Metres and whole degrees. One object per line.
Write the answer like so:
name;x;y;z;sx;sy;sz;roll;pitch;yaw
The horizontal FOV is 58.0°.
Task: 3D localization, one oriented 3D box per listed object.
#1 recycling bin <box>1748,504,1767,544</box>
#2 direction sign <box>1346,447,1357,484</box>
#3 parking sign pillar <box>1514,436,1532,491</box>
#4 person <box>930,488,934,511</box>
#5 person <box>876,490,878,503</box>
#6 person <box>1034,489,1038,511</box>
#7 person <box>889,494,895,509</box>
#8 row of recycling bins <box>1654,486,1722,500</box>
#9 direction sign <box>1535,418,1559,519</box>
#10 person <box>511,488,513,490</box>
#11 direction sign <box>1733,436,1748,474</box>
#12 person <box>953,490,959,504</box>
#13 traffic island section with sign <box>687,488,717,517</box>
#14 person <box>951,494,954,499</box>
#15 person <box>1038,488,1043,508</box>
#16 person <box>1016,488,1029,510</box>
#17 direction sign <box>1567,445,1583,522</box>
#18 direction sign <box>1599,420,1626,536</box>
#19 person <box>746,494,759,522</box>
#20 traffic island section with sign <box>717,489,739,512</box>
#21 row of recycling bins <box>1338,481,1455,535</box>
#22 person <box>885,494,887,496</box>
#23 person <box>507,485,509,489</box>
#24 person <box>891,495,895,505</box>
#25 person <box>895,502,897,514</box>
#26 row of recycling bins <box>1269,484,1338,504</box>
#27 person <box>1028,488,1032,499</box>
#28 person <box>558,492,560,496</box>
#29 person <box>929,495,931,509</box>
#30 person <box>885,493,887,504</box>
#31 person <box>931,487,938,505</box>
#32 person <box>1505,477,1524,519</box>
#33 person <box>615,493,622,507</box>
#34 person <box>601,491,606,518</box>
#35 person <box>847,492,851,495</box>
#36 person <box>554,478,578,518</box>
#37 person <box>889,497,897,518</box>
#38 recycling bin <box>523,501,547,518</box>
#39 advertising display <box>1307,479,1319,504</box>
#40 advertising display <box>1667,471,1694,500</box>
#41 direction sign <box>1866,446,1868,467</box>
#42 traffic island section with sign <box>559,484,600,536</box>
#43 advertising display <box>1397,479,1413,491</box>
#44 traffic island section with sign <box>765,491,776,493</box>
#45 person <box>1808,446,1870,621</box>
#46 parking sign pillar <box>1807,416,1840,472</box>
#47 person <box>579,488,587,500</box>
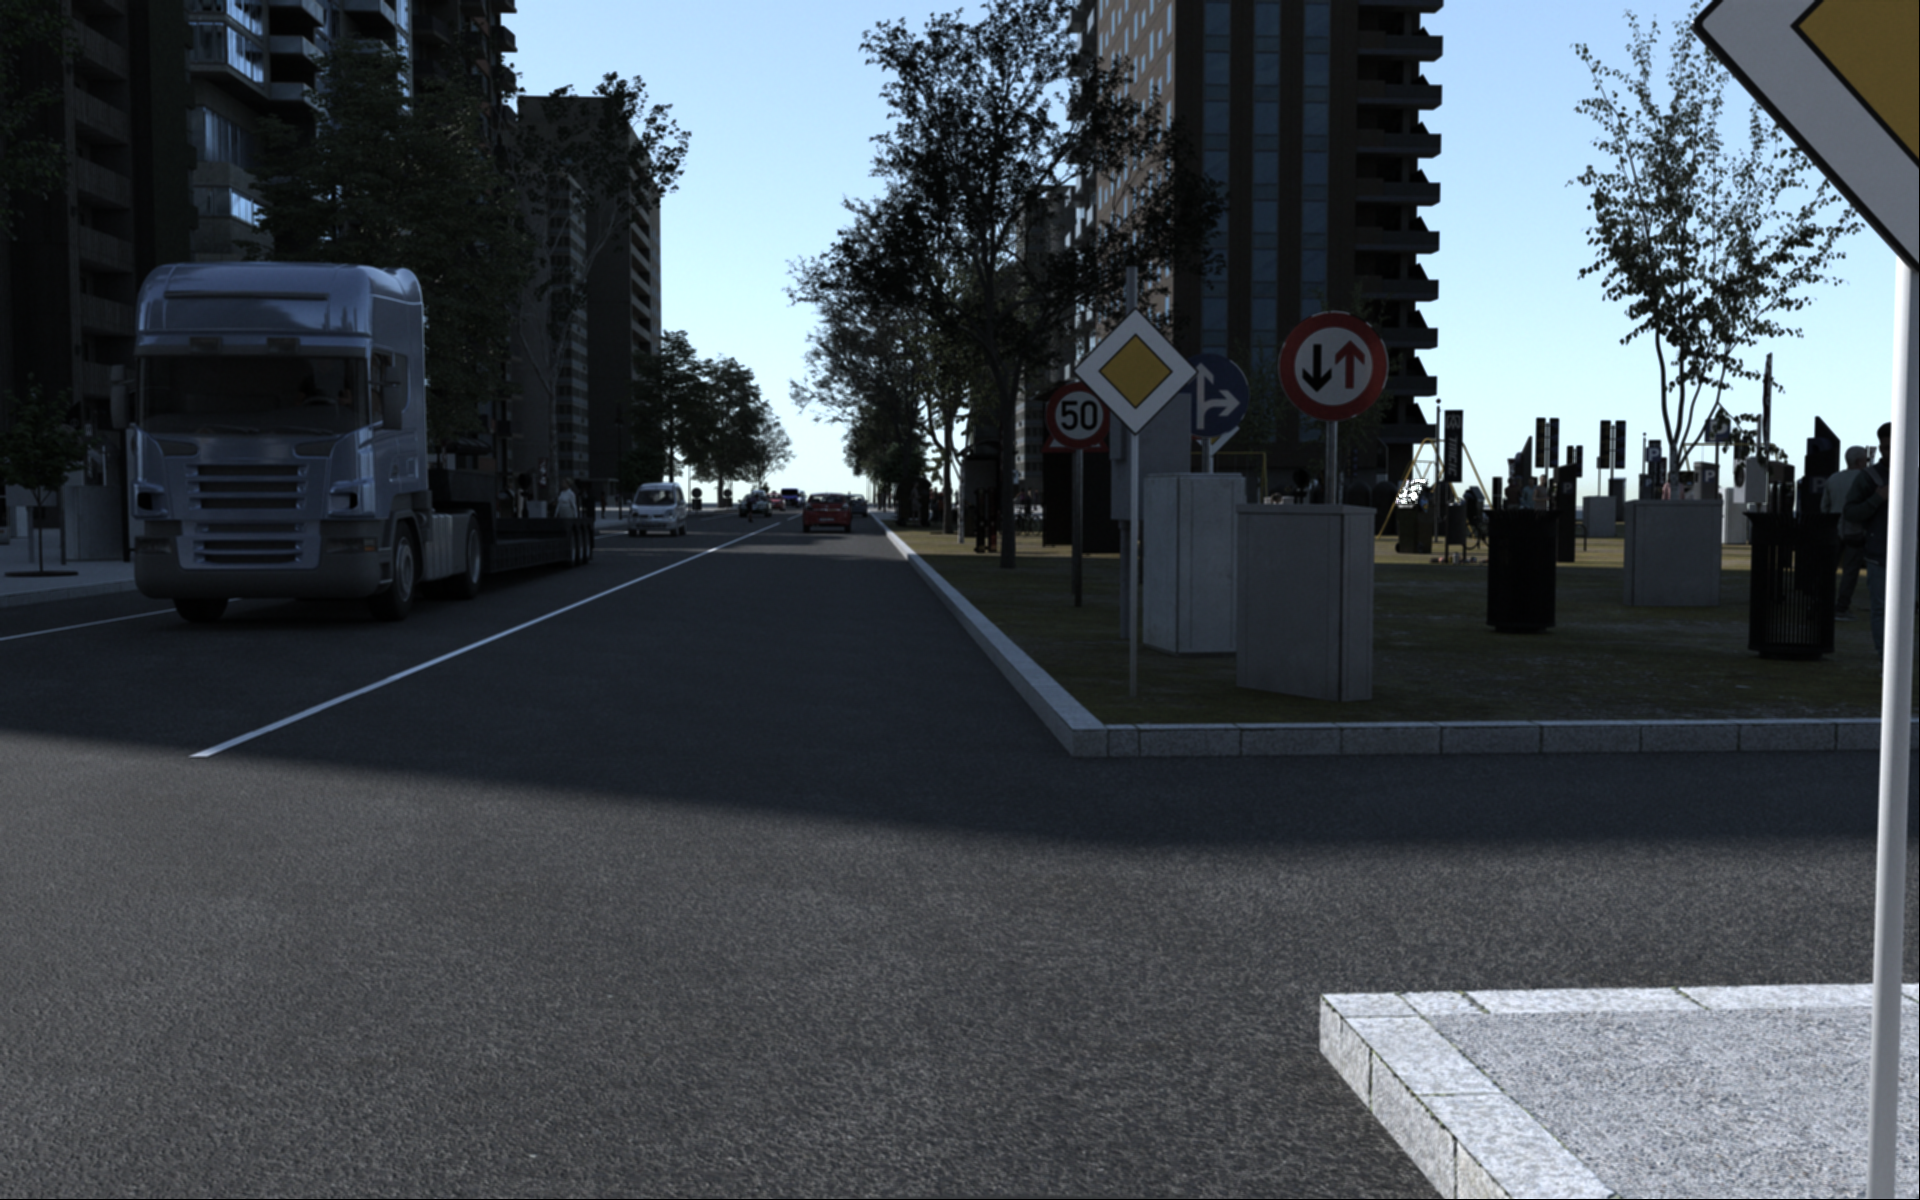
recycling bin;20.624;-1.941;44.286;0.722;1.027;0.722;3;4;37
direction sign;18.758;-5.568;83.038;0.876;3.537;0.379;-3;5;-42
parking sign pillar;26.003;-5.599;80.007;1.447;3.967;1.447;2;4;34
person;-2.093;-7.765;133.719;0.721;1.743;1.217;2;4;35
person;-11.370;-14.288;239.738;0.705;1.812;1.348;-2;4;-33
person;5.884;-7.766;133.931;0.530;1.710;0.541;2;4;32
person;-5.650;-8.799;150.591;1.217;1.739;0.721;-3;5;-39
row of recycling bins;32.179;-4.282;77.121;3.534;1.692;1.069;0;4;0
direction sign;17.445;-3.640;51.511;0.876;3.537;0.379;-2;4;-26
person;-29.602;-6.551;113.865;0.721;1.735;1.217;0;4;-8
direction sign;30.332;-4.608;67.332;0.379;3.537;0.876;-1;4;-9
person;-0.360;-12.588;211.845;1.348;1.826;0.705;-3;5;-43
traffic island section with sign;-16.585;-6.161;109.367;1.989;1.847;2.006;0;4;-4
person;-1.203;-12.449;210.367;1.217;1.735;0.721;2;4;29
person;7.715;-9.494;160.901;1.348;1.869;0.705;1;4;10
person;5.040;-8.076;138.769;1.217;1.739;0.721;0;4;1
direction sign;28.725;-5.444;81.012;0.379;3.537;0.876;-2;4;-31
direction sign;20.060;-3.749;53.291;0.876;3.537;0.379;-1;4;-15
person;-10.555;-4.672;88.121;0.697;1.427;0.421;-2;4;-34
traffic island section with sign;-18.316;-7.840;136.811;1.989;1.847;2.006;0;4;-4
row of recycling bins;13.907;-2.915;54.771;3.534;1.692;1.069;2;4;34
person;-7.542;-10.901;184.976;1.217;1.736;0.721;-1;4;-23
person;-28.184;-6.252;108.284;0.705;1.821;1.348;-1;4;-14
person;-6.699;-10.573;179.627;1.217;1.736;0.721;-2;4;-35
person;-3.962;-6.417;111.694;0.721;1.736;1.217;-3;4;-38
row of recycling bins;14.325;-3.886;70.651;3.534;1.692;1.069;-1;4;-9
person;5.973;-8.606;146.762;0.705;1.823;1.348;0;3;0
person;-21.935;-5.340;94.159;0.445;1.727;0.742;1;4;21
person;-2.446;-8.758;150.148;0.530;1.710;0.541;-3;5;-42
person;-9.354;-12.776;215.386;0.683;1.767;0.568;-1;4;-18
person;-1.823;-7.640;131.100;0.705;1.807;1.348;-3;4;-38
person;18.032;-3.073;56.253;0.580;1.828;0.573;-2;4;-25
person;-34.895;-10.251;176.879;0.697;1.427;0.421;-1;4;-20
person;-18.816;-5.023;91.427;0.557;1.426;1.065;-1;4;-17
person;-12.830;-11.710;200.871;0.541;1.710;0.530;1;4;18
person;-8.748;-1.836;38.746;0.641;1.798;0.478;-3;5;-41
person;-3.253;-5.239;91.645;0.705;1.831;1.348;3;5;40
recycling bin;-15.672;-3.138;63.864;0.722;1.027;0.722;0;4;-1
advertising display;14.725;-4.113;72.454;0.123;1.923;0.974;3;4;37
advertising display;20.252;-2.638;48.339;0.974;1.923;0.123;2;4;30
direction sign;42.487;-5.458;81.229;0.379;3.537;0.876;2;4;24
traffic island section with sign;-13.485;-3.120;59.644;1.989;1.847;2.006;0;4;-4
advertising display;19.493;-4.318;75.820;0.123;1.923;0.974;-2;4;-25
traffic island section with sign;-23.473;-12.885;219.299;1.989;1.847;2.006;0;4;-4
person;9.010;-0.667;17.443;0.515;1.767;0.782;-2;4;-32
parking sign pillar;29.560;-4.335;59.357;1.447;3.967;1.447;0;4;-5
person;-25.873;-6.877;119.273;0.721;1.735;1.217;-3;5;-43
